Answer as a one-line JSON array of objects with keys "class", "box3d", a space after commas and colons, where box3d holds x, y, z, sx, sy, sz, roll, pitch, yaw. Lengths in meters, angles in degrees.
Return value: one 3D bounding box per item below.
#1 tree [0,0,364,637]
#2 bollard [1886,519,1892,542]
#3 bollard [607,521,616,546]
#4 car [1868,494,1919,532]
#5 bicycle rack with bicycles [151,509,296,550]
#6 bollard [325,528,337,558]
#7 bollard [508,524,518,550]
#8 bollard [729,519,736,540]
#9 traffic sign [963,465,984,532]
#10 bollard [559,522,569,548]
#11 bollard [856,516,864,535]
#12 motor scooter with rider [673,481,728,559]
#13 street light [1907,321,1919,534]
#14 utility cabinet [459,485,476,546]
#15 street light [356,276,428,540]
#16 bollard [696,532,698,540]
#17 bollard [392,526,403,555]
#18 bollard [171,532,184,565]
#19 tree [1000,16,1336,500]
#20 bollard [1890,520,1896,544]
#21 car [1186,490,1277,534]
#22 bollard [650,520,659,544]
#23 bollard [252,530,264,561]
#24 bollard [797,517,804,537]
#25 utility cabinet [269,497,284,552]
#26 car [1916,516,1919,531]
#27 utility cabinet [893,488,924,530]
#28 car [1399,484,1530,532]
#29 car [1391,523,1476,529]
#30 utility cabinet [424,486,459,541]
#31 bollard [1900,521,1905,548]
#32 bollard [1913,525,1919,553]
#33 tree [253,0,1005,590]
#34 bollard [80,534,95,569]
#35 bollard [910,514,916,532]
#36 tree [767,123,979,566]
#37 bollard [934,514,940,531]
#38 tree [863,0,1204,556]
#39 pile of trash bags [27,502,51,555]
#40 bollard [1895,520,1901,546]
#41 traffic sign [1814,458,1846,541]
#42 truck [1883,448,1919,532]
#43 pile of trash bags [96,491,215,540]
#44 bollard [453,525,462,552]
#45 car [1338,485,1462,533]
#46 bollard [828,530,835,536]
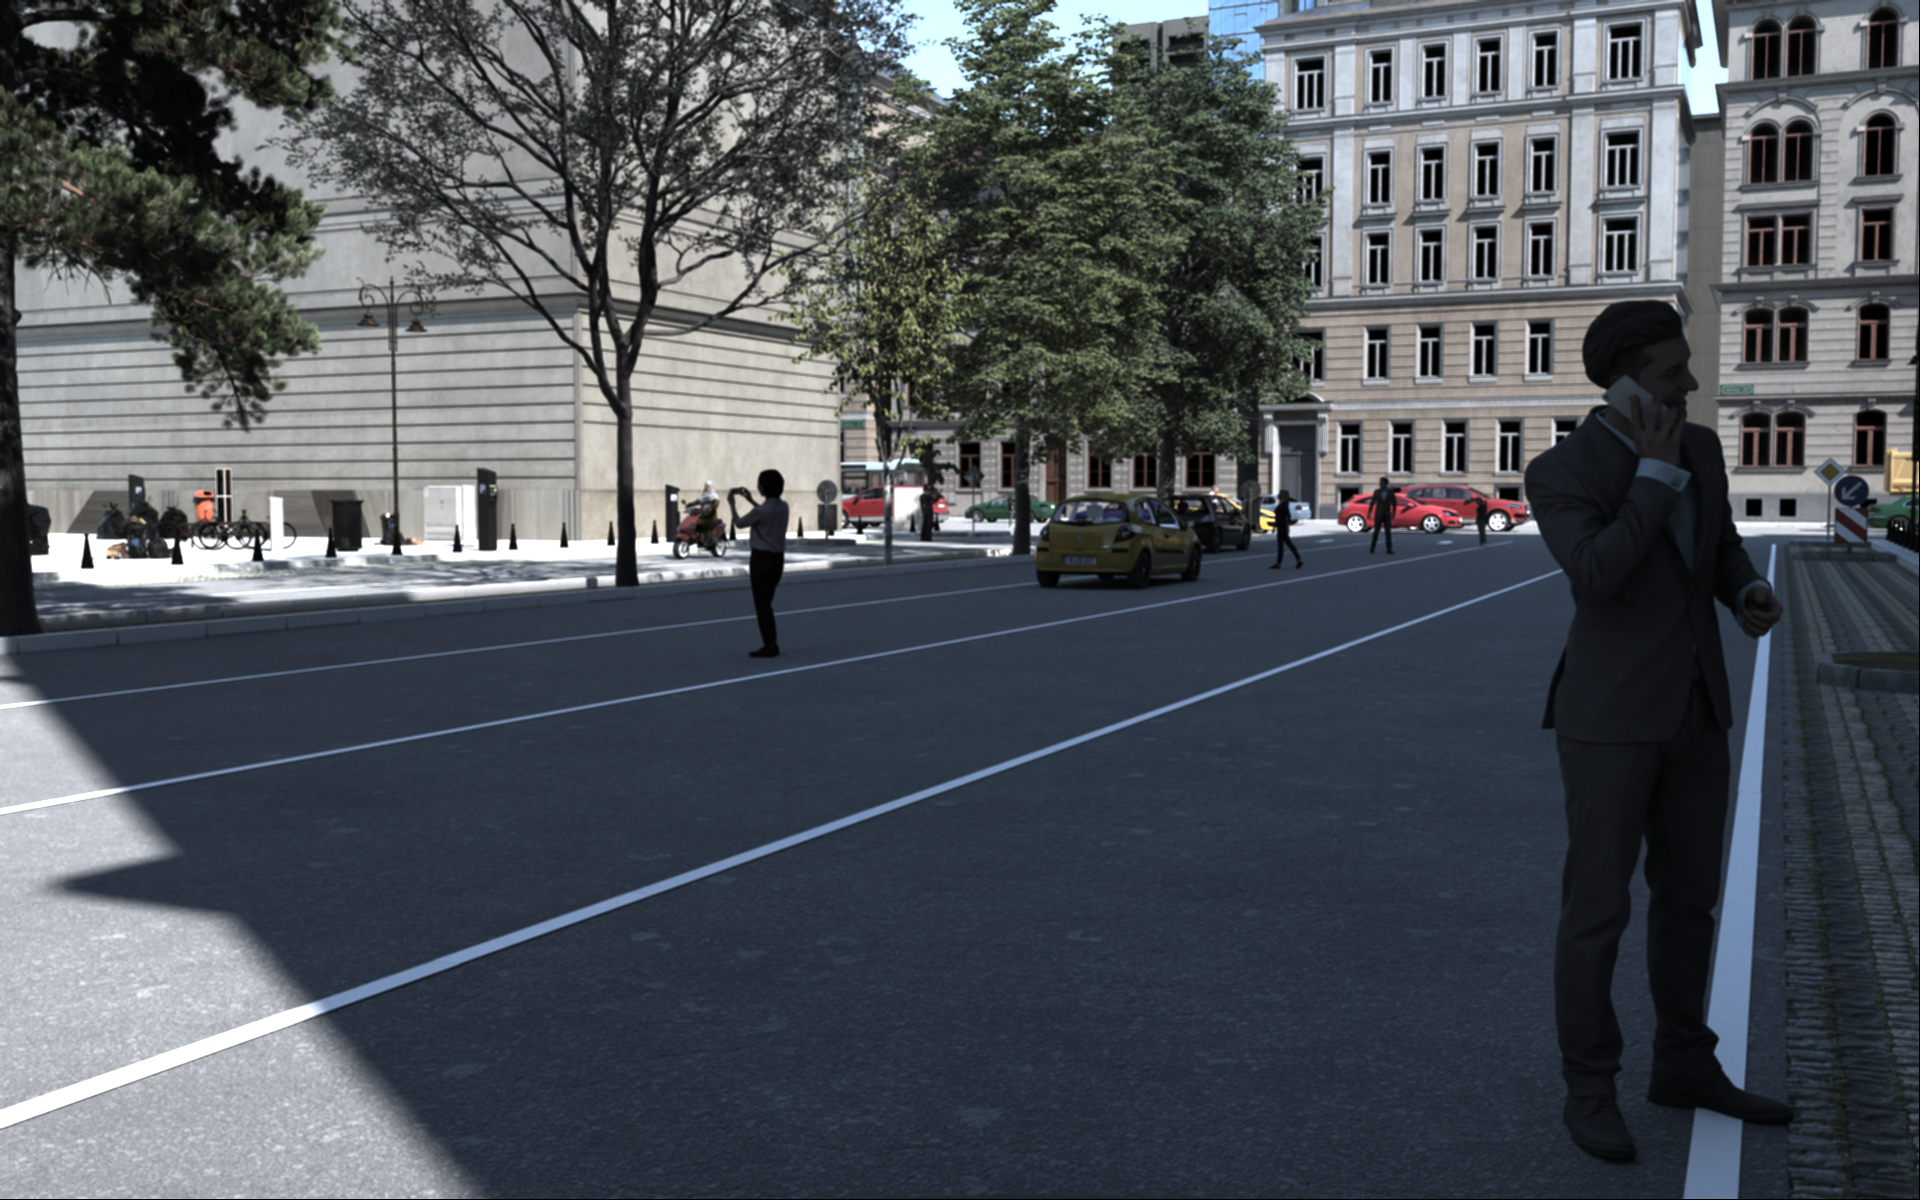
[{"class": "tree", "box3d": [-9.185, -5.616, 16.329, 6.751, 12.117, 7.091, 0, 3, 0]}, {"class": "bollard", "box3d": [24.985, -1.852, 46.320, 0.229, 0.601, 0.229, 0, 3, 0]}, {"class": "bollard", "box3d": [-8.695, -1.659, 43.164, 0.229, 0.601, 0.229, 0, 3, 0]}, {"class": "car", "box3d": [34.600, -3.010, 61.007, 4.920, 1.459, 2.131, 2, 4, 25]}, {"class": "bicycle rack with bicycles", "box3d": [-17.008, -1.651, 40.375, 2.925, 0.926, 2.852, -1, 4, -11]}, {"class": "bollard", "box3d": [-12.645, -1.148, 34.808, 0.229, 0.601, 0.229, 0, 3, 0]}, {"class": "bollard", "box3d": [-10.277, -1.455, 39.824, 0.229, 0.601, 0.229, 0, 3, 0]}, {"class": "bollard", "box3d": [-6.326, -1.965, 48.176, 0.229, 0.601, 0.229, 0, 3, 0]}, {"class": "traffic sign", "box3d": [0.462, -3.376, 58.840, 0.795, 2.450, 0.064, 2, 4, 25]}, {"class": "bollard", "box3d": [-9.487, -1.557, 41.500, 0.229, 0.601, 0.229, 0, 3, 0]}, {"class": "bollard", "box3d": [-3.170, -2.374, 54.851, 0.229, 0.601, 0.229, 0, 3, 0]}, {"class": "motor scooter with rider", "box3d": [-5.805, -1.817, 38.669, 0.876, 1.779, 1.986, 2, 4, 27]}, {"class": "street light", "box3d": [25.672, -4.509, 46.510, 0.468, 5.910, 1.993, 2, 4, 25]}, {"class": "utility cabinet", "box3d": [-11.996, -2.057, 42.313, 0.318, 1.500, 1.173, -1, 4, -17]}, {"class": "street light", "box3d": [-12.060, -3.923, 36.934, 0.468, 5.910, 1.993, 2, 4, 25]}, {"class": "bollard", "box3d": [-7.115, -1.863, 46.507, 0.229, 0.601, 0.229, 0, 3, 0]}, {"class": "bollard", "box3d": [-11.863, -1.250, 36.476, 0.229, 0.601, 0.229, 0, 3, 0]}, {"class": "bollard", "box3d": [-14.227, -0.944, 31.468, 0.229, 0.601, 0.229, 0, 3, 0]}, {"class": "tree", "box3d": [5.702, -8.477, 47.717, 9.857, 13.997, 8.962, 0, 3, 0]}, {"class": "bollard", "box3d": [24.196, -1.749, 44.642, 0.229, 0.601, 0.229, 0, 3, 0]}, {"class": "car", "box3d": [9.297, -3.119, 61.227, 3.980, 1.641, 2.015, 2, 4, 24]}, {"class": "bollard", "box3d": [-7.905, -1.761, 44.837, 0.229, 0.601, 0.229, 0, 3, 0]}, {"class": "bollard", "box3d": [-13.438, -1.045, 33.133, 0.229, 0.601, 0.229, 0, 3, 0]}, {"class": "bollard", "box3d": [-4.750, -2.169, 51.511, 0.229, 0.601, 0.229, 0, 3, 0]}, {"class": "utility cabinet", "box3d": [-15.378, -1.703, 39.000, 0.306, 1.237, 1.020, -1, 4, -22]}, {"class": "car", "box3d": [34.644, -2.961, 58.634, 3.980, 1.641, 2.015, 2, 4, 25]}, {"class": "utility cabinet", "box3d": [-1.741, -3.160, 60.349, 1.173, 1.500, 0.318, -1, 4, -13]}, {"class": "car", "box3d": [19.317, -3.576, 67.140, 5.304, 1.827, 2.281, 2, 4, 26]}, {"class": "car", "box3d": [19.313, -3.796, 71.857, 4.222, 1.686, 2.009, 2, 4, 24]}, {"class": "utility cabinet", "box3d": [-14.071, -2.356, 47.195, 1.173, 1.500, 0.318, 2, 4, 28]}, {"class": "bollard", "box3d": [22.618, -1.546, 41.310, 0.229, 0.601, 0.229, 0, 3, 0]}, {"class": "bollard", "box3d": [21.830, -1.443, 39.640, 0.229, 0.601, 0.229, 0, 3, 0]}, {"class": "tree", "box3d": [-4.890, -6.844, 24.726, 12.009, 13.543, 11.850, 0, 3, 0]}, {"class": "bollard", "box3d": [-15.017, -0.841, 29.790, 0.229, 0.601, 0.229, 0, 3, 0]}, {"class": "bollard", "box3d": [-1.588, -2.578, 58.194, 0.229, 0.601, 0.229, 0, 3, 0]}, {"class": "tree", "box3d": [-1.437, -4.880, 32.600, 4.737, 8.622, 4.395, 0, 3, 0]}, {"class": "bollard", "box3d": [-0.798, -2.681, 59.870, 0.229, 0.601, 0.229, 0, 3, 0]}, {"class": "tree", "box3d": [1.431, -7.180, 37.984, 7.486, 12.596, 7.792, 0, 3, 0]}, {"class": "pile of trash bags", "box3d": [-19.811, -1.590, 35.747, 1.912, 1.369, 3.447, -3, 4, -39]}, {"class": "bollard", "box3d": [23.404, -1.647, 42.977, 0.229, 0.601, 0.229, 0, 3, 0]}, {"class": "traffic sign", "box3d": [23.961, -2.698, 47.747, 0.795, 2.450, 0.064, 2, 4, 25]}, {"class": "truck", "box3d": [39.563, -4.146, 63.719, 9.791, 3.379, 3.469, 2, 4, 26]}, {"class": "pile of trash bags", "box3d": [-22.999, -2.463, 50.027, 1.912, 1.369, 3.447, 2, 4, 25]}, {"class": "bollard", "box3d": [-11.072, -1.352, 38.142, 0.229, 0.601, 0.229, 0, 3, 0]}, {"class": "car", "box3d": [16.328, -3.381, 64.313, 4.494, 1.783, 2.155, 2, 4, 24]}, {"class": "bollard", "box3d": [-3.955, -2.272, 53.183, 0.229, 0.601, 0.229, 0, 3, 0]}]
